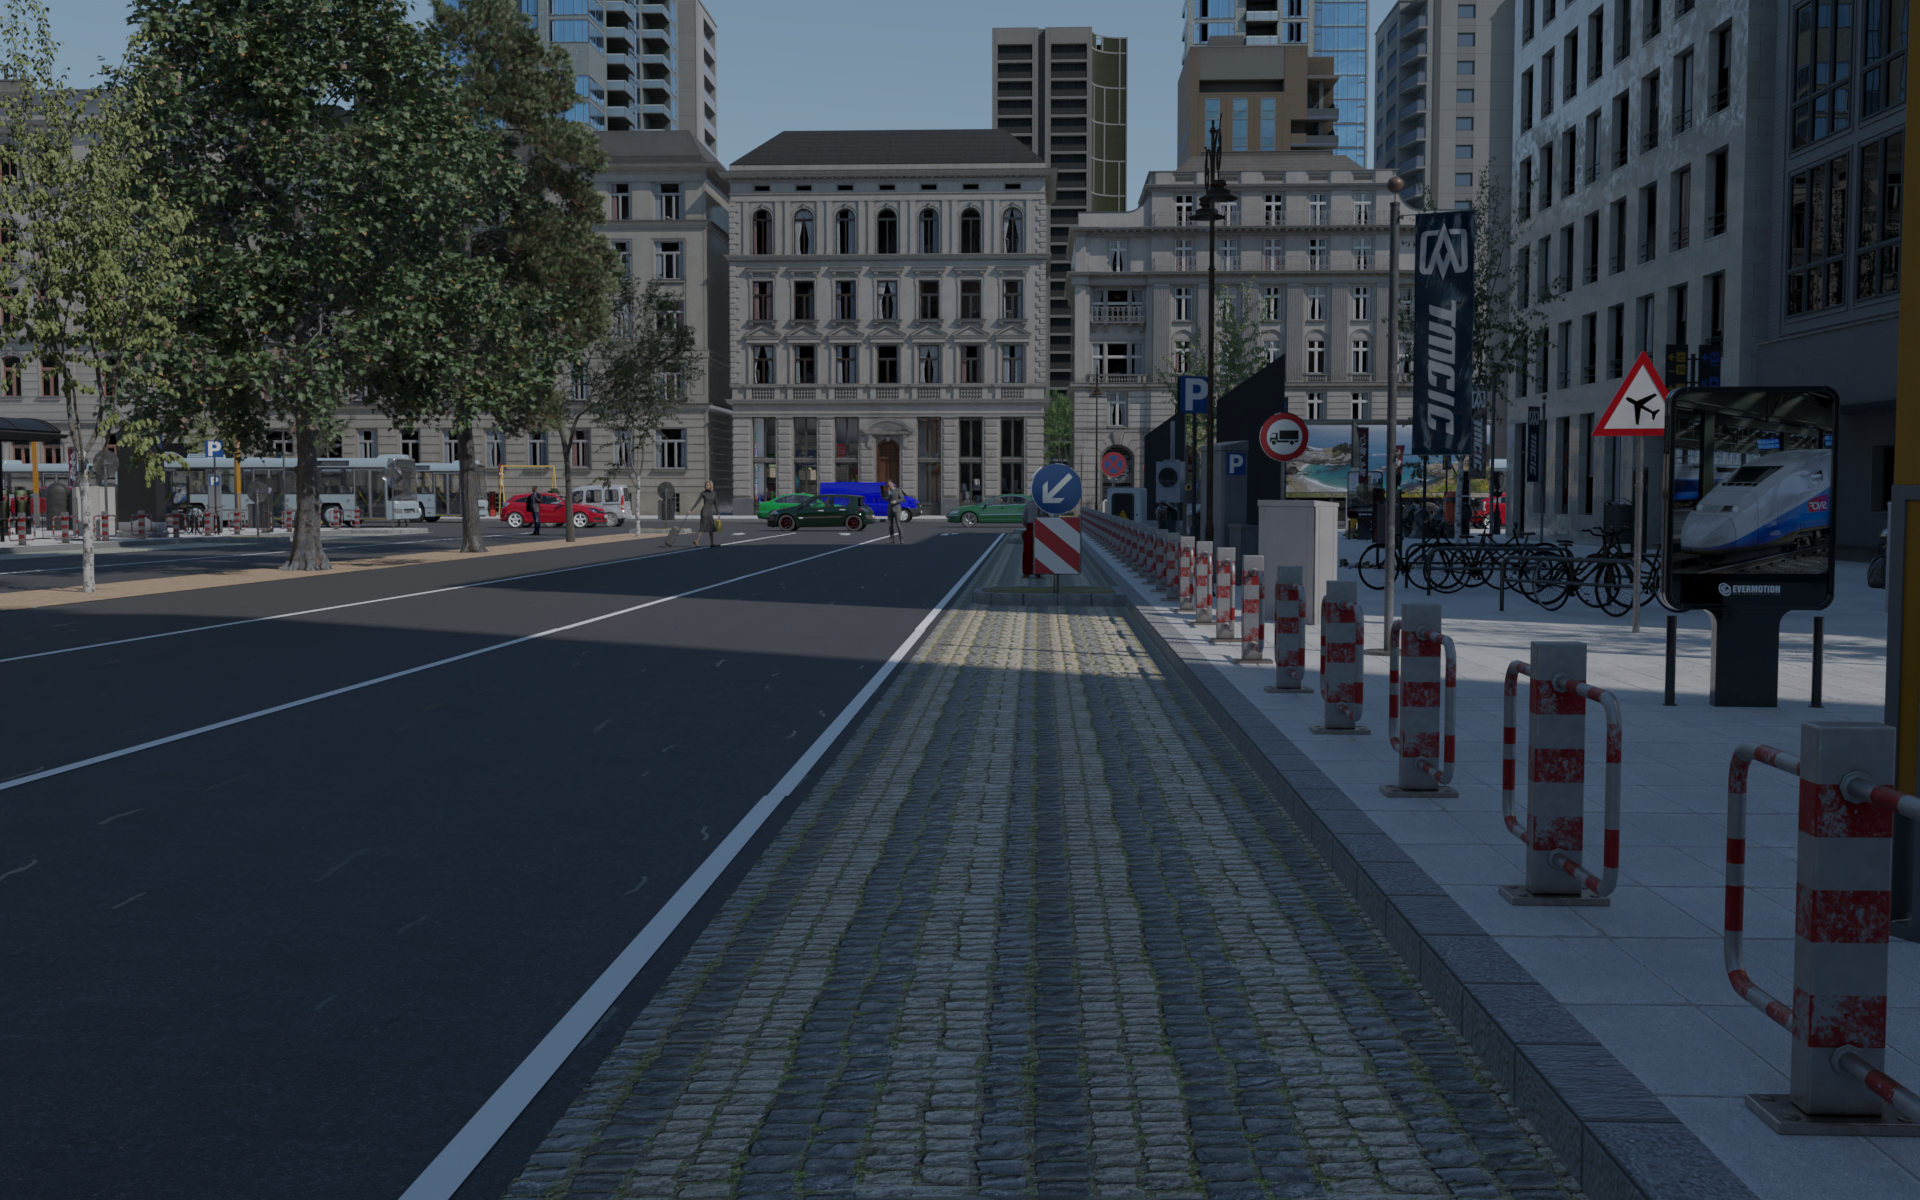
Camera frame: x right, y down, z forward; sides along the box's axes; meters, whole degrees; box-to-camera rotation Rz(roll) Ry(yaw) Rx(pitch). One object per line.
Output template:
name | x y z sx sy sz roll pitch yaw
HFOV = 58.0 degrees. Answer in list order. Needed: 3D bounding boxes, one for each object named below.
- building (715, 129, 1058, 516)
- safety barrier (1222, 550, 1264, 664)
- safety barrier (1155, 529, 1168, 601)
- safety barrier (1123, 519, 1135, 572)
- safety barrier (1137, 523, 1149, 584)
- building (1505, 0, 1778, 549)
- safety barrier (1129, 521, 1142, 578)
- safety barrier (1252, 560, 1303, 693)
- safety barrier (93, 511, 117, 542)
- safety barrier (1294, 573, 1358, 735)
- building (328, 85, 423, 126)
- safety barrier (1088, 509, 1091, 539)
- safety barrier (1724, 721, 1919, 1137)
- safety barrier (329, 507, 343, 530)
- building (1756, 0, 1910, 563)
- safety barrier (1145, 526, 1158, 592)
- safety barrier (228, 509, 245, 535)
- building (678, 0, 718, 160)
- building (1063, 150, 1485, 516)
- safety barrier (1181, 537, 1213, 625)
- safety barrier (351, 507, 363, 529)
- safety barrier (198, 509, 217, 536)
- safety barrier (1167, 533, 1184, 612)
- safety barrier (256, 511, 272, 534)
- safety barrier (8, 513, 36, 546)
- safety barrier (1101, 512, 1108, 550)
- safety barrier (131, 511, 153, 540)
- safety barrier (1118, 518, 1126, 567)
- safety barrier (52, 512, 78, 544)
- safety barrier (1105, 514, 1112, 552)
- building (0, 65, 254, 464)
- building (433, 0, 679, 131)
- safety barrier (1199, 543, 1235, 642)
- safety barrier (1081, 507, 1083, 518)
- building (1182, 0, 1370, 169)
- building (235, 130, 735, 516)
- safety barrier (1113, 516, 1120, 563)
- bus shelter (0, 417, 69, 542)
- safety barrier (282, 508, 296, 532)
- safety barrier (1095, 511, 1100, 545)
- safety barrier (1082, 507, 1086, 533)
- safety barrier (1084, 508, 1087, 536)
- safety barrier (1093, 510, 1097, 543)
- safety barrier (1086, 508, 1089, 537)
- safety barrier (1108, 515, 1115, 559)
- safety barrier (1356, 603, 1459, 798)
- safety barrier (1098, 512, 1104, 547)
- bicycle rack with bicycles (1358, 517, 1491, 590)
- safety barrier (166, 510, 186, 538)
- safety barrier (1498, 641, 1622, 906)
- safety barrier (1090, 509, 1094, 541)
building | -4.056 -16.975 106.419 19.941 23.489 11.050 0 4 3
safety barrier | 2.219 0.070 13.136 0.300 0.817 1.120 0 4 3
safety barrier | 2.560 -0.399 20.806 0.300 0.817 1.120 0 4 3
safety barrier | 2.904 -0.869 28.475 0.300 0.817 1.120 0 4 3
safety barrier | 2.733 -0.634 24.638 0.300 0.817 1.120 0 4 3
building | 20.861 -11.438 41.767 10.420 20.320 16.860 0 4 3
safety barrier | 2.819 -0.751 26.553 0.300 0.817 1.120 0 4 3
safety barrier | 2.133 0.187 11.219 0.300 0.817 1.120 0 4 3
safety barrier | -23.078 -1.987 46.757 0.300 0.817 1.120 0 4 3
safety barrier | 2.043 0.305 9.294 0.300 0.817 1.120 0 4 3
building | -67.646 -35.427 202.934 21.600 48.544 21.300 0 4 3
safety barrier | 3.766 -2.042 47.669 0.300 0.817 1.120 0 4 3
safety barrier | 1.791 0.658 3.518 0.300 0.817 1.120 0 4 3
safety barrier | -22.392 -2.928 62.151 0.300 0.817 1.120 0 4 3
building | 21.772 -13.919 21.079 14.314 27.812 24.014 0 4 3
safety barrier | 2.651 -0.517 22.723 0.300 0.817 1.120 0 4 3
safety barrier | -22.734 -2.457 54.444 0.300 0.817 1.120 0 4 3
building | -42.781 -40.315 201.154 28.212 58.520 21.231 0 4 3
building | 18.527 -16.227 107.109 24.055 21.916 13.314 0 4 3
safety barrier | 2.392 -0.165 16.977 0.300 0.817 1.120 0 4 3
safety barrier | -22.307 -3.045 64.066 0.300 0.817 1.120 0 4 3
safety barrier | -22.822 -2.340 52.529 0.300 0.817 1.120 0 4 3
safety barrier | 2.476 -0.282 18.891 0.300 0.817 1.120 0 4 3
safety barrier | -22.653 -2.574 56.360 0.300 0.817 1.120 0 4 3
safety barrier | -23.251 -1.752 42.927 0.300 0.817 1.120 0 4 3
safety barrier | 3.337 -1.457 38.089 0.300 0.817 1.120 0 4 3
safety barrier | -22.996 -2.104 48.672 0.300 0.817 1.120 0 4 3
safety barrier | 2.992 -0.986 30.390 0.300 0.817 1.120 0 4 3
safety barrier | -23.167 -1.870 44.842 0.300 0.817 1.120 0 4 3
safety barrier | 3.253 -1.339 36.174 0.300 0.817 1.120 0 4 3
building | -55.927 -19.778 110.767 23.554 28.519 14.401 0 4 3
building | -39.562 -52.533 171.582 22.319 86.520 31.000 0 4 3
safety barrier | 2.307 -0.047 15.050 0.300 0.817 1.120 0 4 3
safety barrier | 4.110 -2.512 55.343 0.300 0.817 1.120 0 4 3
building | 33.318 -53.780 191.966 22.319 86.520 31.000 0 4 3
building | -28.896 -16.960 110.573 30.059 22.955 16.112 0 4 3
safety barrier | 3.075 -1.103 32.316 0.300 0.817 1.120 0 4 3
bus shelter | -24.964 -3.042 43.663 2.014 3.302 5.546 0 4 3
safety barrier | -22.565 -2.691 58.274 0.300 0.817 1.120 0 4 3
safety barrier | 3.510 -1.691 41.921 0.300 0.817 1.120 0 4 3
safety barrier | 4.021 -2.395 53.428 0.300 0.817 1.120 0 4 3
safety barrier | 3.936 -2.277 51.498 0.300 0.817 1.120 0 4 3
safety barrier | 3.597 -1.808 43.836 0.300 0.817 1.120 0 4 3
safety barrier | 3.853 -2.160 49.584 0.300 0.817 1.120 0 4 3
safety barrier | 3.161 -1.221 34.243 0.300 0.817 1.120 0 4 3
safety barrier | 1.958 0.422 7.371 0.300 0.817 1.120 0 4 3
safety barrier | 3.423 -1.574 40.004 0.300 0.817 1.120 0 4 3
bicycle rack with bicycles | 6.736 -0.576 22.800 2.925 0.926 2.852 0 4 7
safety barrier | -22.906 -2.222 50.605 0.300 0.817 1.120 0 4 3
safety barrier | 1.875 0.540 5.450 0.300 0.817 1.120 0 4 3
safety barrier | 3.681 -1.925 45.754 0.300 0.817 1.120 0 4 3
